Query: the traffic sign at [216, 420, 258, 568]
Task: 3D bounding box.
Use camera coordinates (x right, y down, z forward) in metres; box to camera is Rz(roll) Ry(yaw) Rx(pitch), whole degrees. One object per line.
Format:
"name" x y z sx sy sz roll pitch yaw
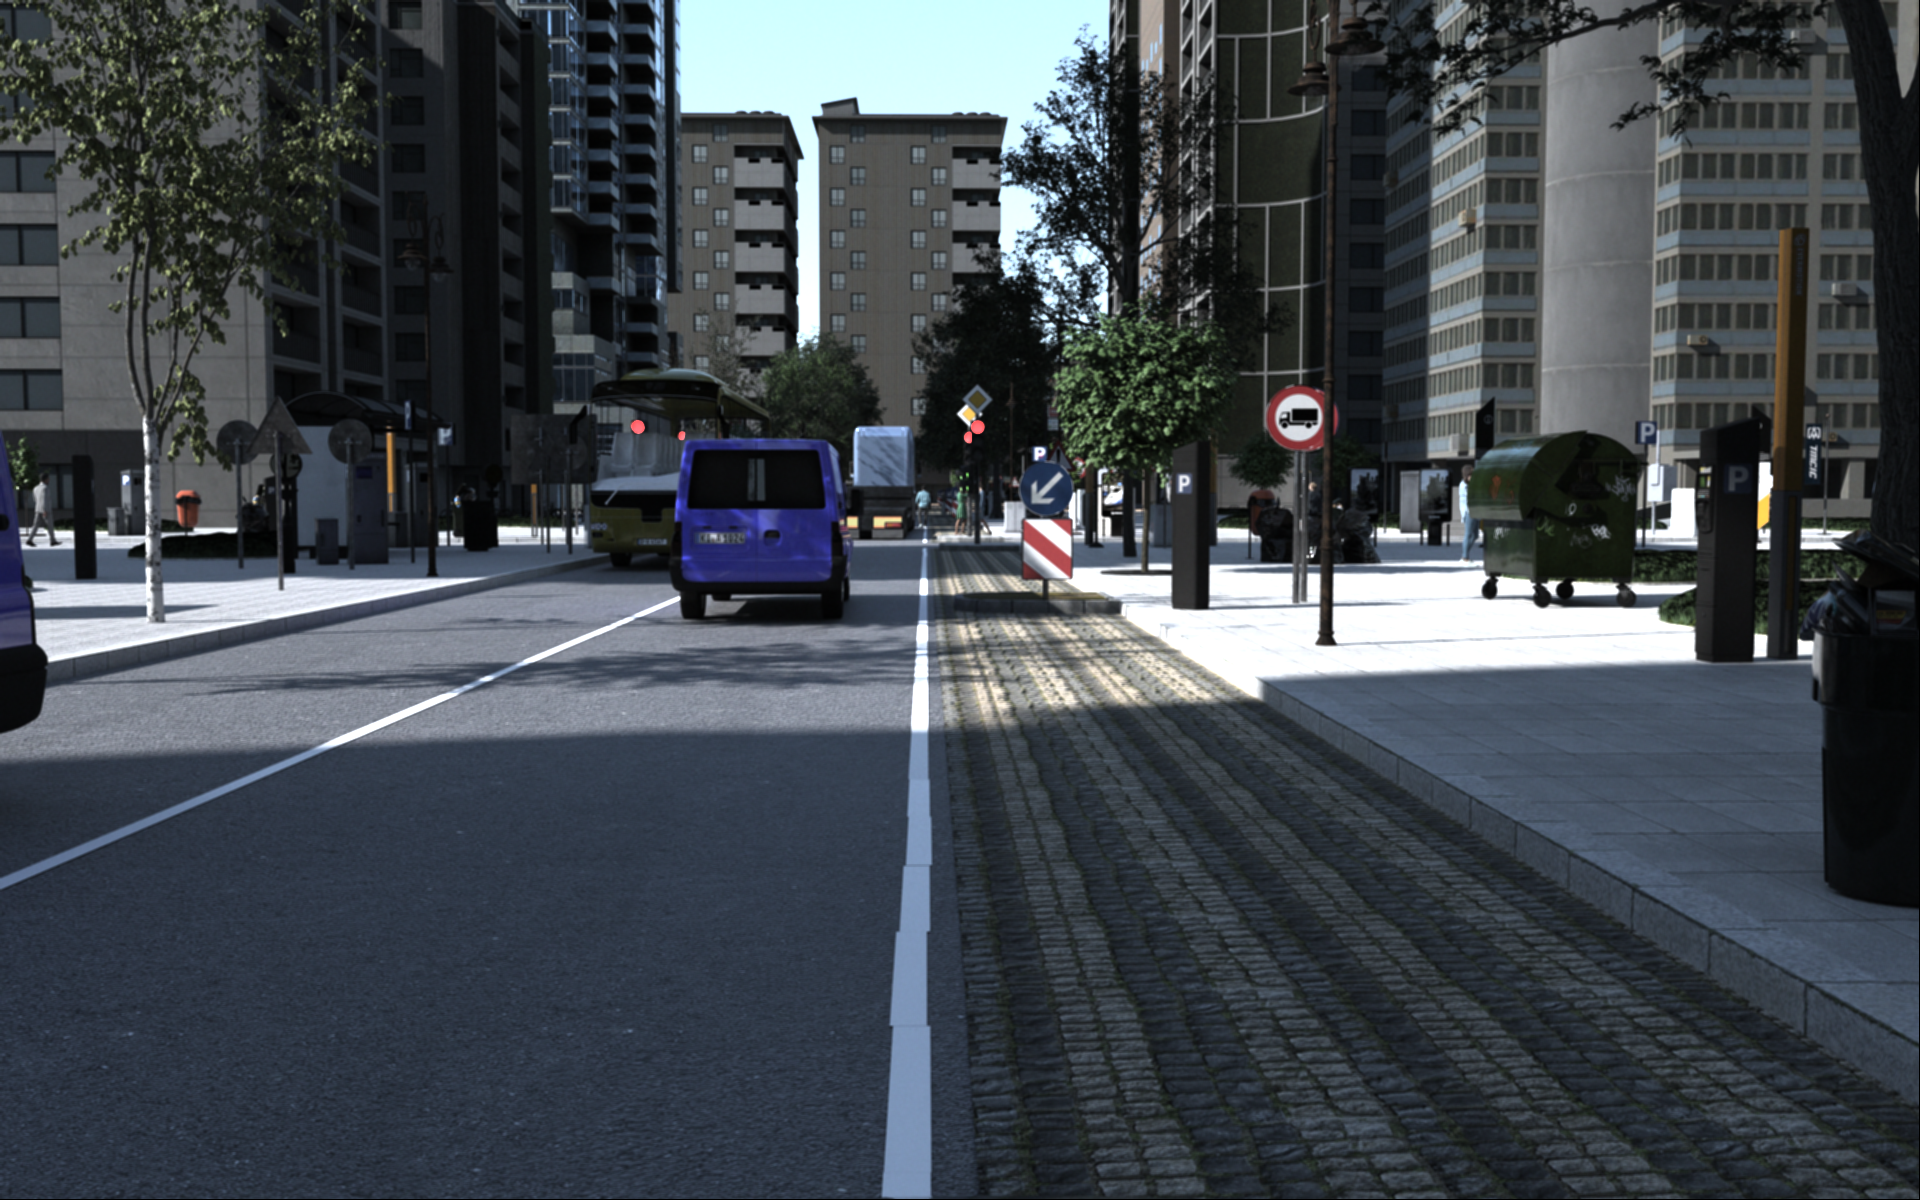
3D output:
"traffic sign" -12.417 -1.818 29.837 0.768 2.556 0.104 0 4 -1

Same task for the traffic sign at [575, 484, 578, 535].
"traffic sign" -12.073 -3.327 54.505 0.768 2.556 0.104 0 4 7

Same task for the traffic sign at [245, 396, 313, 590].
"traffic sign" -9.042 -1.406 23.000 0.884 2.594 0.081 0 4 0

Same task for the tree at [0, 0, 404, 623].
"tree" -7.820 -4.085 17.154 4.737 8.622 4.395 0 3 0

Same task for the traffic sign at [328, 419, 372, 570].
"traffic sign" -10.341 -1.790 29.379 0.768 2.556 0.104 0 4 4

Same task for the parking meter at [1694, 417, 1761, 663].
"parking meter" 5.852 -0.460 13.236 0.399 1.863 0.255 0 4 -5

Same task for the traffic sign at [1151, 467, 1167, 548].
"traffic sign" 4.849 -2.504 40.943 0.884 2.594 0.081 0 4 1

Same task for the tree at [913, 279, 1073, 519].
"tree" 1.818 -10.581 90.008 9.611 12.733 9.660 0 3 0

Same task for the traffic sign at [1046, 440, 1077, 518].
"traffic sign" 2.367 -2.546 41.638 0.884 2.594 0.081 1 4 8

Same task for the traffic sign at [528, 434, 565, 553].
"traffic sign" -8.960 -2.302 37.649 0.884 2.594 0.081 0 4 6

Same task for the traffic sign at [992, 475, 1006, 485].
"traffic sign" 2.328 -6.388 104.447 0.884 2.594 0.081 0 4 6

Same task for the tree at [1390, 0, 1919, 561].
"tree" 3.997 -4.435 6.924 8.767 10.594 7.601 2 4 29

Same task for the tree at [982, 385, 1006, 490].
"tree" 1.461 -9.608 107.451 4.737 8.622 4.395 0 3 0

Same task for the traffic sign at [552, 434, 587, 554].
"traffic sign" -8.305 -2.247 36.839 0.768 2.556 0.104 0 4 2

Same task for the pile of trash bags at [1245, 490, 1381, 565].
"pile of trash bags" 6.465 -1.425 33.045 1.912 1.369 3.447 -1 4 -21

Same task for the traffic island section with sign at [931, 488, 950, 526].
"traffic island section with sign" -0.174 -4.208 77.421 1.989 1.847 2.006 0 4 -1

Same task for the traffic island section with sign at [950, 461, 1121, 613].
"traffic island section with sign" 0.920 -0.794 21.615 1.989 1.847 2.006 0 4 -1

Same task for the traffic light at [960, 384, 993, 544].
"traffic light" 0.427 -3.389 44.332 0.839 4.253 0.868 0 4 -1

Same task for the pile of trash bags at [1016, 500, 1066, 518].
"pile of trash bags" 2.767 -3.153 61.301 1.912 1.369 3.447 0 4 -2

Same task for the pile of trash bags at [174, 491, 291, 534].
"pile of trash bags" -18.045 -2.085 43.839 3.447 1.369 1.912 -1 4 -9

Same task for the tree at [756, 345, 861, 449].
"tree" -10.611 -11.874 119.902 9.928 11.665 9.643 0 3 0

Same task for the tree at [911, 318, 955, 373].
"tree" 2.274 -19.048 167.328 12.611 20.169 13.585 0 3 0

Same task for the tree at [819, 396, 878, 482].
"tree" -12.217 -16.530 180.634 12.009 13.543 11.850 0 3 0

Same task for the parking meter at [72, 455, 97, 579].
"parking meter" -13.237 -1.252 26.182 0.255 1.863 0.399 -1 4 -20

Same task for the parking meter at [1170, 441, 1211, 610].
"parking meter" 2.564 -0.831 19.290 0.255 1.863 0.399 -3 5 -42

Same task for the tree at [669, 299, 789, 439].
"tree" -9.280 -7.043 65.517 4.360 8.622 3.978 0 3 0

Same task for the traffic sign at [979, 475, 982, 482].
"traffic sign" 0.974 -6.413 104.959 0.768 2.556 0.104 0 4 6

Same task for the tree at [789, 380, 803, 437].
"tree" -10.866 -8.954 96.759 4.360 8.622 3.978 0 3 0

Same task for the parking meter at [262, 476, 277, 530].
"parking meter" -21.461 -2.946 53.883 0.399 1.863 0.255 -3 4 -37

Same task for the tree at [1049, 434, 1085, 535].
"tree" 3.432 -3.713 55.311 1.663 3.219 1.824 0 3 0

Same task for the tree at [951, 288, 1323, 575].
"tree" 2.943 -2.696 27.791 4.285 4.588 4.351 0 3 0

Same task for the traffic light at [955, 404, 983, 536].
"traffic light" 0.272 -3.877 52.315 0.839 4.253 0.868 0 4 -1

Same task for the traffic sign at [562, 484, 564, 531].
"traffic sign" -13.647 -3.641 59.531 0.884 2.594 0.081 0 4 4

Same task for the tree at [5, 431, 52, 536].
"tree" -28.493 -3.573 53.018 1.663 3.219 1.824 0 3 0

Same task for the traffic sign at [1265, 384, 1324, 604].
"traffic sign" 3.940 -1.231 20.234 0.768 2.556 0.104 0 4 2

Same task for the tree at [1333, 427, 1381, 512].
"tree" 18.902 -6.231 85.593 4.285 4.588 4.351 0 3 0

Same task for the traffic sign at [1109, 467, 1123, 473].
"traffic sign" 5.655 -3.738 61.216 0.768 2.556 0.104 0 4 4

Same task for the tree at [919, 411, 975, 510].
"tree" 1.638 -14.246 143.295 12.009 13.543 11.850 0 3 0

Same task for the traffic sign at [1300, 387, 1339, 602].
"traffic sign" 4.099 -1.252 20.582 0.768 2.556 0.104 0 4 3

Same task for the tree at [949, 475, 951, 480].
"tree" 0.554 -11.878 177.917 4.285 4.588 4.351 0 3 0

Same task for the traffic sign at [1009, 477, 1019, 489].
"traffic sign" 4.008 -7.752 126.749 0.884 2.594 0.081 0 4 7

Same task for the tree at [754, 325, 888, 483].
"tree" -11.066 -13.818 132.576 9.857 13.997 8.962 0 3 0

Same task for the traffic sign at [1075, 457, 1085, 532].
"traffic sign" 3.981 -3.616 59.222 0.768 2.556 0.104 0 4 5

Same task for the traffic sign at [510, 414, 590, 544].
"traffic sign" -10.323 -3.067 44.019 2.265 3.308 0.079 0 4 4
